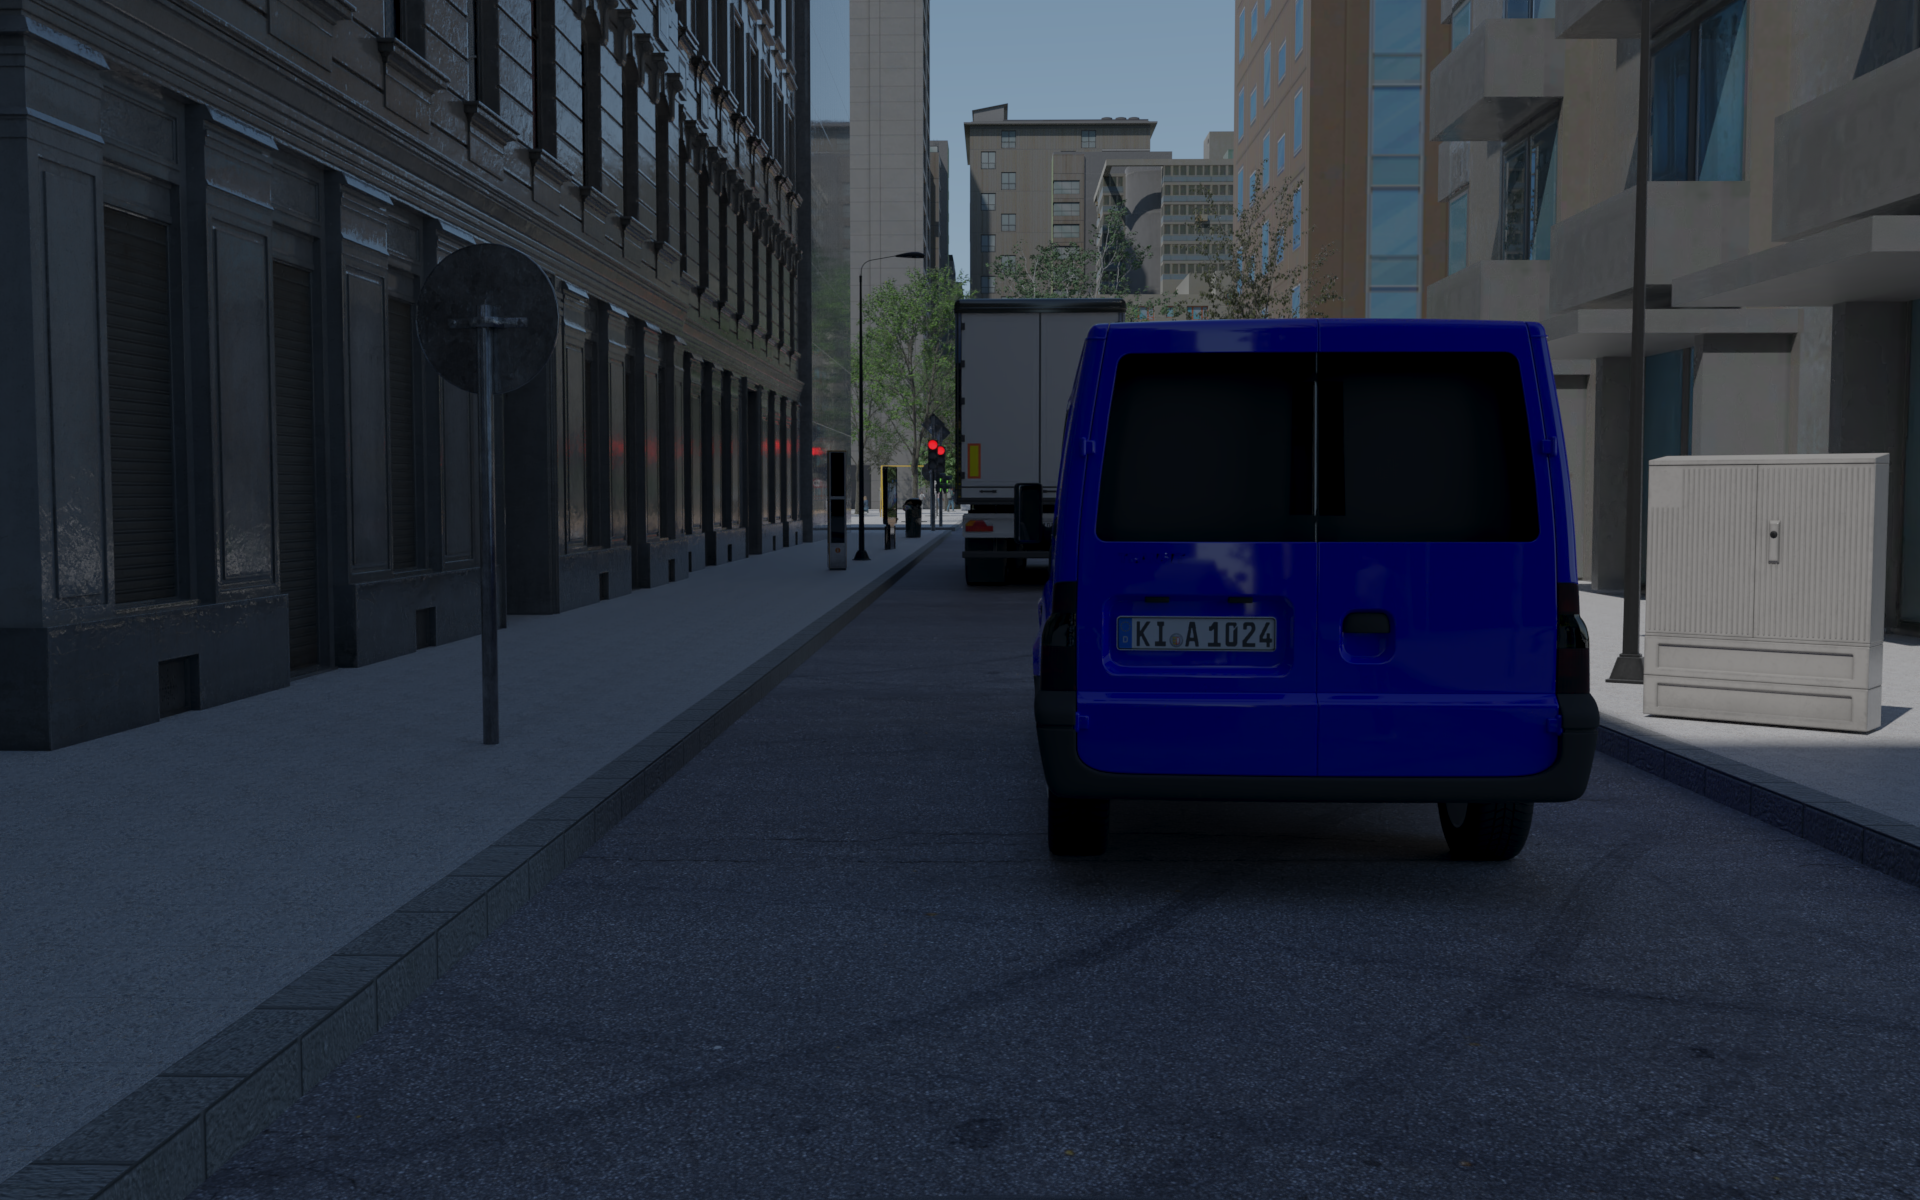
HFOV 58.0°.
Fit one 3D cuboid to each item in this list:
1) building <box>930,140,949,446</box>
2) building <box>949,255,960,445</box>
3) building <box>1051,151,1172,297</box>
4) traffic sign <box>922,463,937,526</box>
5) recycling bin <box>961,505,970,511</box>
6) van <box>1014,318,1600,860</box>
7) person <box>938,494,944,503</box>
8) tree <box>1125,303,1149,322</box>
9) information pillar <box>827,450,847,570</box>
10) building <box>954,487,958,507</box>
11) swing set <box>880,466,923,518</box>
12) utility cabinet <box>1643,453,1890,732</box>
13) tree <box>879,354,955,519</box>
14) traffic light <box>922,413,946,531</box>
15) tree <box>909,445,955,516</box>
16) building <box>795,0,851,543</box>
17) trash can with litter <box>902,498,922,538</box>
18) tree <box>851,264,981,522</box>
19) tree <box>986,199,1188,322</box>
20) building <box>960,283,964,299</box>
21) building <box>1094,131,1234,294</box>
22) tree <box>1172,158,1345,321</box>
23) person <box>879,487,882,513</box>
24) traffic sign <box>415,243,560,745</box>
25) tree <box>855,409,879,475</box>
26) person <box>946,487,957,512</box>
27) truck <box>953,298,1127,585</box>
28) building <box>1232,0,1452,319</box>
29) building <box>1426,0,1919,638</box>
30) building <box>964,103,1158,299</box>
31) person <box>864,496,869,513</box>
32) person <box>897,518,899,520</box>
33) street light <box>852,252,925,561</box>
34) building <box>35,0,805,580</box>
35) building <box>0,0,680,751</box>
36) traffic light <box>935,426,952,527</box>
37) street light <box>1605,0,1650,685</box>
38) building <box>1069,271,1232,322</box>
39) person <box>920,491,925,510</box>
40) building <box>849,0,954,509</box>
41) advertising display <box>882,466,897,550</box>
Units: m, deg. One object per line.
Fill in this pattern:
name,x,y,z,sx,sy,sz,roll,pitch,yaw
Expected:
building,-8.427,-31.262,194.731,14.154,41.232,14.086,0,4,1
building,-7.463,-26.796,209.815,14.107,30.474,14.160,0,4,1
building,18.009,-32.164,209.478,14.154,41.232,14.086,0,4,1
traffic sign,-1.155,-4.221,69.114,0.768,2.556,0.104,1,4,8
recycling bin,0.444,-7.376,133.145,0.722,1.027,0.722,0,4,-5
van,1.353,-0.250,8.475,2.240,2.365,5.245,0,4,3
person,-1.615,-8.226,141.120,0.593,1.750,0.643,1,4,20
tree,7.546,-10.302,94.185,9.928,11.665,9.643,0,3,0
information pillar,-2.075,-1.510,29.176,0.304,2.012,0.304,-1,4,-10
building,-16.478,-29.605,175.930,32.217,40.220,23.993,0,4,1
swing set,-2.786,-5.976,95.335,3.119,2.851,2.862,0,4,-5
utility cabinet,4.456,-0.058,9.629,1.173,1.500,0.318,3,5,41
tree,-1.106,-8.517,89.621,4.360,8.622,3.978,0,3,0
traffic light,-0.912,-4.352,60.082,0.839,4.253,0.868,0,4,1
tree,-1.347,-7.157,100.733,4.285,4.588,4.351,0,3,0
building,-13.684,-14.258,51.138,19.932,24.808,12.078,0,4,1
trash can with litter,-1.457,-2.422,50.983,0.624,1.170,1.055,-1,4,-11
tree,-1.980,-9.335,78.381,9.928,11.665,9.643,0,3,0
tree,8.033,-15.685,112.340,12.611,20.169,13.585,0,3,0
building,-6.421,-28.399,236.030,14.107,30.474,14.160,0,4,1
building,27.615,-30.473,190.122,32.217,40.220,23.993,0,4,1
tree,6.557,-5.430,39.150,4.360,8.622,3.978,0,3,0
person,-5.355,-6.939,119.678,0.526,1.800,0.537,-1,4,-14
traffic sign,-2.410,-0.533,8.822,0.768,2.556,0.104,0,4,8
tree,-6.231,-11.612,140.222,4.360,8.622,3.978,0,3,0
person,-0.611,-6.981,120.170,0.713,1.824,0.794,0,4,-5
truck,1.391,-2.540,30.446,2.839,4.237,11.283,0,4,3
building,15.831,-24.438,49.675,14.600,45.320,14.200,0,4,1
building,18.631,-24.441,19.222,23.786,49.044,30.456,0,4,1
building,14.531,-39.924,241.996,27.495,52.752,28.713,0,4,1
person,-6.500,-6.393,116.059,0.738,1.151,1.012,2,4,26
person,-3.040,-4.296,76.379,0.850,1.850,0.679,-3,5,-40
street light,-1.365,-3.720,33.362,1.470,5.913,1.316,0,4,1
building,-8.936,-11.382,35.241,9.793,20.994,18.267,0,4,1
building,-9.020,-10.266,17.005,9.793,20.994,18.267,0,4,1
traffic light,-0.737,-4.841,68.065,0.839,4.253,0.868,0,4,1
street light,4.036,-2.393,11.667,1.470,5.913,1.316,0,4,1
building,23.654,-19.528,164.327,27.650,21.520,28.899,0,4,1
person,-3.044,-7.812,136.371,0.523,1.515,0.503,2,4,31
building,-10.812,-43.691,152.595,20.563,71.187,20.611,0,4,1
advertising display,-1.617,-2.132,40.069,0.123,1.923,0.974,1,4,11
